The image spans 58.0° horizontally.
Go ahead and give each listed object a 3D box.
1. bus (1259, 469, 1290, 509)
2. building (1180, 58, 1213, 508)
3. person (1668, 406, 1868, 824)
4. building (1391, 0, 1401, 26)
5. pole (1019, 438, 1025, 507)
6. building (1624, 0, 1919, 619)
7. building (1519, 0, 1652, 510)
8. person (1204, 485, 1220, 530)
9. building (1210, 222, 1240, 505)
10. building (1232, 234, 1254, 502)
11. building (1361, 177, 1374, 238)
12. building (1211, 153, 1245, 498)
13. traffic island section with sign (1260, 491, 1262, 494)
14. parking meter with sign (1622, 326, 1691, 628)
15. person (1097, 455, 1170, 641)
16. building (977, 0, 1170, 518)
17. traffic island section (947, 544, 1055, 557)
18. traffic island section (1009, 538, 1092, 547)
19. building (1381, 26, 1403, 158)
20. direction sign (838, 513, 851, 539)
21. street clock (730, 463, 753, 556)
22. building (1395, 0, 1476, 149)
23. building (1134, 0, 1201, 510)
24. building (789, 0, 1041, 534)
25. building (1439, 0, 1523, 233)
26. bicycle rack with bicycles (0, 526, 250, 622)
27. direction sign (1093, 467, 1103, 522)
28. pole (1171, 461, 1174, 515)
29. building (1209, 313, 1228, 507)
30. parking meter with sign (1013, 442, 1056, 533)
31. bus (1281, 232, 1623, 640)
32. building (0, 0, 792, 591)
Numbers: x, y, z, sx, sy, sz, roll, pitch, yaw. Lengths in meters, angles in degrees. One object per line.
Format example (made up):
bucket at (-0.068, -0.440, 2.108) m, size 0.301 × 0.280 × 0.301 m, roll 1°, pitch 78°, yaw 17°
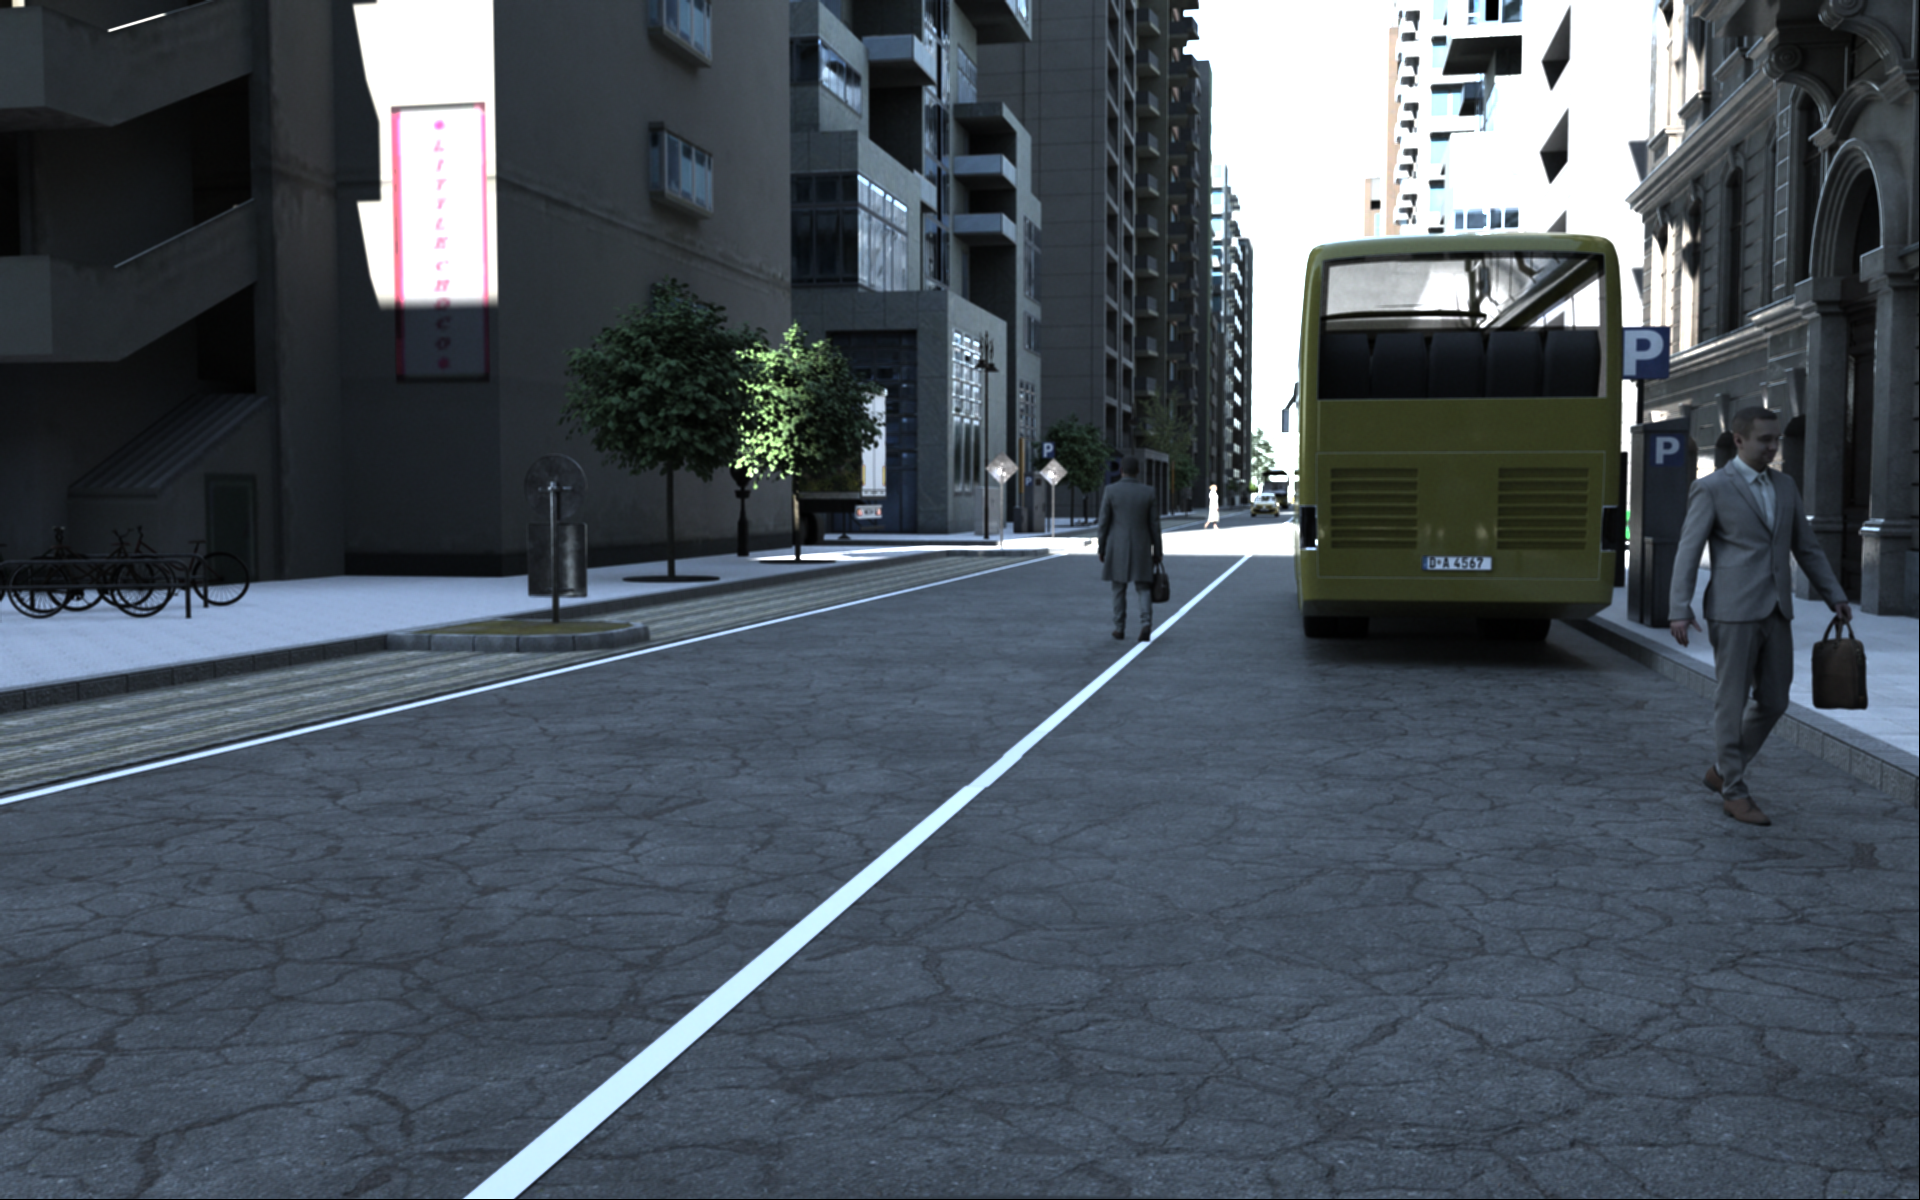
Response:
bus at (31.165, -10.961, 170.758) m, size 2.896 × 3.916 × 12.252 m, roll 1°, pitch 4°, yaw 12°
building at (15.658, -29.117, 159.665) m, size 14.154 × 41.232 × 14.086 m, roll 1°, pitch 4°, yaw 12°
person at (3.489, 0.063, 7.592) m, size 0.709 × 1.813 × 0.853 m, roll -1°, pitch 4°, yaw -16°
building at (52.831, -45.286, 178.672) m, size 20.563 × 71.187 × 20.611 m, roll 1°, pitch 4°, yaw 12°
pole at (2.252, -4.242, 63.207) m, size 0.158 × 3.312 × 0.155 m, roll 0°, pitch 3°, yaw 0°
building at (15.671, -12.160, 17.906) m, size 14.460 × 24.649 × 34.723 m, roll 1°, pitch 4°, yaw 12°
building at (32.462, -31.125, 50.893) m, size 28.212 × 58.520 × 21.231 m, roll 1°, pitch 4°, yaw 12°
person at (10.112, -3.717, 69.505) m, size 0.641 × 1.798 × 0.478 m, roll 2°, pitch 4°, yaw 26°
building at (19.210, -32.294, 219.892) m, size 32.217 × 40.220 × 23.993 m, roll 1°, pitch 4°, yaw 12°
building at (37.736, -35.655, 266.554) m, size 14.154 × 41.232 × 14.086 m, roll 1°, pitch 4°, yaw 12°
building at (61.899, -35.886, 236.845) m, size 14.600 × 45.320 × 14.200 m, roll 1°, pitch 4°, yaw 12°
building at (28.245, -38.286, 245.581) m, size 23.786 × 49.044 × 30.456 m, roll 1°, pitch 4°, yaw 12°
traffic island section with sign at (45.277, -14.964, 253.294) m, size 1.989 × 1.847 × 2.006 m, roll 1°, pitch 4°, yaw 12°
parking meter with sign at (6.959, -1.287, 17.307) m, size 0.543 × 3.016 × 1.738 m, roll 1°, pitch 4°, yaw 10°
person at (1.688, -0.512, 16.968) m, size 0.694 × 1.812 × 0.767 m, roll 0°, pitch 4°, yaw -1°
building at (1.981, -40.633, 102.604) m, size 20.563 × 71.187 × 20.611 m, roll 1°, pitch 4°, yaw 12°
traffic island section at (0.958, -1.126, 40.695) m, size 2.009 × 0.180 × 2.903 m, roll 1°, pitch 4°, yaw 12°
traffic island section at (2.587, -1.604, 48.512) m, size 2.009 × 0.180 × 2.903 m, roll 1°, pitch 4°, yaw 12°
building at (46.769, -31.353, 162.726) m, size 14.600 × 45.320 × 14.200 m, roll 1°, pitch 4°, yaw 12°
direction sign at (-3.287, -3.490, 49.053) m, size 0.876 × 3.537 × 0.379 m, roll -1°, pitch 4°, yaw -20°
street clock at (-4.473, -1.903, 35.678) m, size 0.471 × 2.002 × 0.358 m, roll 1°, pitch 4°, yaw 12°
building at (46.710, -31.800, 139.541) m, size 23.786 × 49.044 × 30.456 m, roll 1°, pitch 4°, yaw 12°
building at (7.563, -29.646, 139.342) m, size 22.147 × 44.769 × 28.867 m, roll 1°, pitch 4°, yaw 12°
building at (-8.157, -46.306, 69.776) m, size 22.319 × 86.520 × 31.000 m, roll 1°, pitch 4°, yaw 12°
building at (34.472, -47.530, 89.791) m, size 22.319 × 86.520 × 31.000 m, roll 1°, pitch 4°, yaw 12°
bicycle rack with bicycles at (-9.276, -0.314, 18.516) m, size 2.925 × 0.926 × 2.852 m, roll -1°, pitch 4°, yaw -17°
direction sign at (6.205, -5.276, 78.257) m, size 0.379 × 3.537 × 0.876 m, roll 2°, pitch 4°, yaw 35°
pole at (12.929, -6.816, 105.287) m, size 0.158 × 3.312 × 0.155 m, roll 0°, pitch 3°, yaw 0°
building at (13.538, -20.659, 182.806) m, size 27.650 × 21.520 × 28.899 m, roll 1°, pitch 4°, yaw 12°
parking meter with sign at (2.444, -3.732, 57.277) m, size 0.543 × 3.016 × 1.738 m, roll 3°, pitch 5°, yaw 40°
bus at (5.144, -1.737, 19.940) m, size 2.896 × 3.916 × 12.252 m, roll 1°, pitch 4°, yaw 11°
building at (-16.450, -24.949, 31.614) m, size 21.600 × 48.544 × 21.300 m, roll 1°, pitch 4°, yaw 12°
